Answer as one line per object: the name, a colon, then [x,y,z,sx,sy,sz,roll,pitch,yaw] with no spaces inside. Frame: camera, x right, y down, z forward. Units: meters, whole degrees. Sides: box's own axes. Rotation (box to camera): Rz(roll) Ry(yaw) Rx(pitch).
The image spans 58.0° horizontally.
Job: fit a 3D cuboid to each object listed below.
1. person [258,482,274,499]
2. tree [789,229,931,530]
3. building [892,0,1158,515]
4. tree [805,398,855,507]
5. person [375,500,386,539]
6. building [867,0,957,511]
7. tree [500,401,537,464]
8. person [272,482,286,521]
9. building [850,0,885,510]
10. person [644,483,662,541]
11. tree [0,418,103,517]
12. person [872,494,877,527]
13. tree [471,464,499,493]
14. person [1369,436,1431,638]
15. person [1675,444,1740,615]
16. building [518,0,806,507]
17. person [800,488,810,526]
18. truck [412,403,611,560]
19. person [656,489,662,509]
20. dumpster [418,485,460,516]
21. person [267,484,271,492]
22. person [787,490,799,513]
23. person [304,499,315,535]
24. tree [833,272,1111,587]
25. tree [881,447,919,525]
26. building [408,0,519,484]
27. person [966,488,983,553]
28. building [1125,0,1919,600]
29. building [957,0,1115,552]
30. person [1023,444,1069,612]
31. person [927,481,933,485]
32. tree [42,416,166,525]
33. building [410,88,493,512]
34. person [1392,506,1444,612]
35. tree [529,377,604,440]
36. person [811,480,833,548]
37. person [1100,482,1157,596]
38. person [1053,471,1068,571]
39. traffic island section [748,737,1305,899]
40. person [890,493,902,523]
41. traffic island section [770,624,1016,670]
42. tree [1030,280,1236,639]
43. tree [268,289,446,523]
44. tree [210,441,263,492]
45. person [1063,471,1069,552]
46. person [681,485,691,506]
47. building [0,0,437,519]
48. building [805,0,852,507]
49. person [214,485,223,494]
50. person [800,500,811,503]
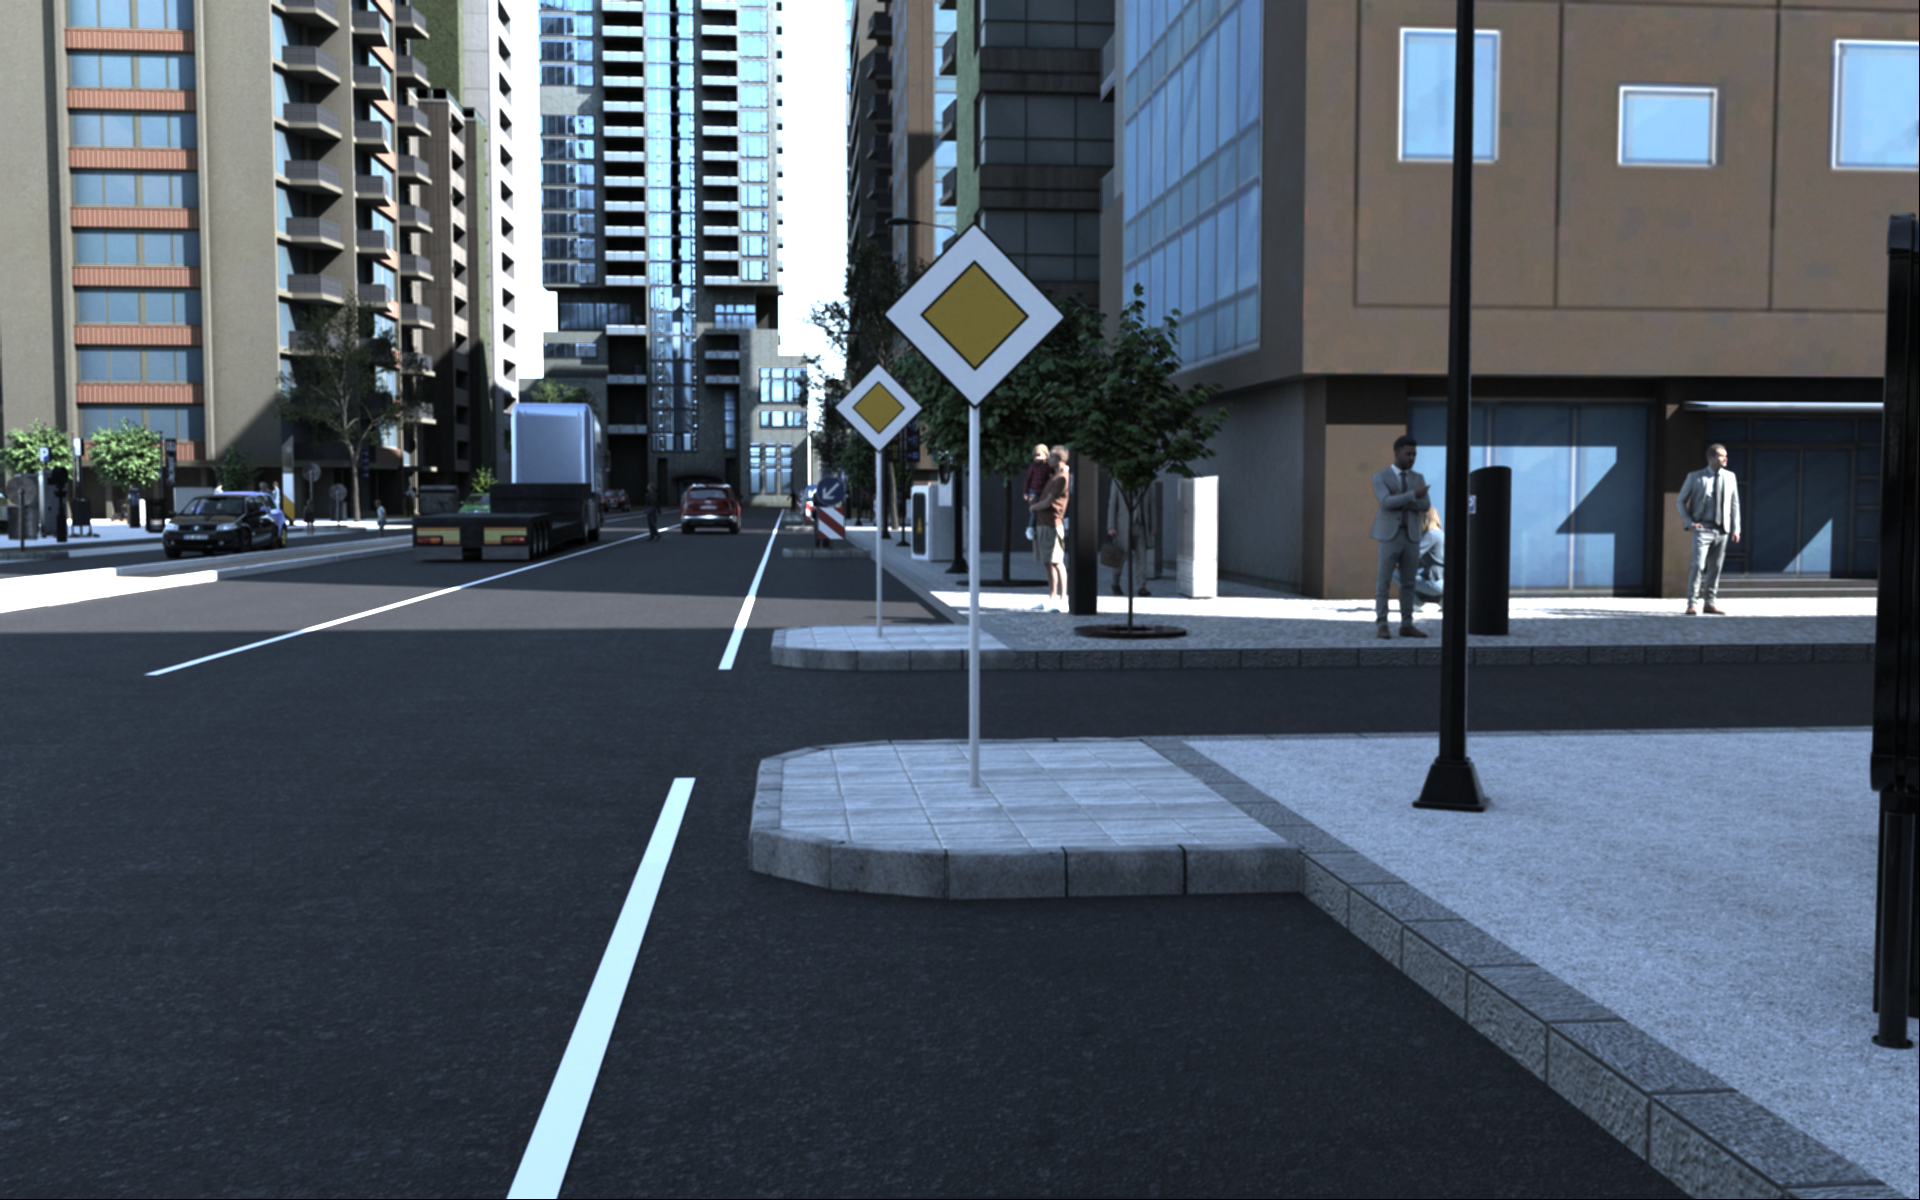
person: [-19.809,-2.477,49.396,0.661,1.777,0.834,-3,5,-43]
tree: [-2.664,-7.789,61.770,7.601,10.594,8.767,0,4,0]
building: [3.204,-27.850,105.459,14.600,45.320,14.200,0,4,-6]
tree: [-9.829,-11.128,132.310,4.360,8.622,3.978,0,3,0]
person: [-17.658,-2.424,52.808,0.352,1.250,0.332,0,4,-8]
building: [4.492,-28.928,127.598,22.147,44.769,28.867,0,4,-6]
tree: [-33.926,-11.377,136.383,4.737,8.622,4.395,0,3,0]
person: [-29.655,-4.232,75.260,0.654,1.822,0.581,-1,4,-8]
building: [1.385,-32.342,152.486,21.300,48.544,21.600,0,4,-6]
person: [-9.469,-2.728,53.530,0.534,1.772,0.576,0,4,-2]
tree: [-39.902,-5.586,75.052,4.285,4.588,4.351,0,3,0]
person: [-3.256,-3.546,68.295,0.394,1.301,0.425,0,4,-6]
tree: [-31.062,-7.217,112.597,1.663,3.219,1.824,0,3,0]
person: [3.938,-0.561,15.398,0.511,1.800,0.466,-2,4,-27]
person: [7.994,-0.755,18.482,0.635,1.810,0.391,-1,4,-11]
building: [-31.898,-53.251,183.321,31.000,86.520,22.319,0,4,-6]
person: [-6.605,-3.915,73.508,0.522,1.701,0.512,-1,4,-22]
truck: [-11.364,-3.412,45.547,2.967,4.110,18.799,0,4,-7]
person: [-27.687,-9.199,158.535,0.705,1.869,1.348,1,4,19]
dumpster: [-25.979,-4.784,86.439,1.865,1.857,1.264,0,4,-6]
person: [-33.232,-4.693,83.109,0.374,1.781,0.599,1,4,10]
person: [-11.615,-6.861,121.195,1.217,1.766,0.721,2,4,32]
person: [-22.886,-2.918,60.872,0.362,1.253,0.373,-3,4,-37]
tree: [0.592,-2.491,24.442,4.285,4.588,4.351,0,3,0]
tree: [-2.411,-4.673,70.998,1.663,3.219,1.824,0,3,0]
building: [-52.895,-37.038,147.564,28.212,58.520,21.231,0,4,-6]
person: [0.220,-1.897,37.623,0.524,1.755,0.480,1,4,22]
building: [10.417,-23.033,26.708,14.200,45.320,14.600,0,4,-6]
building: [6.731,-22.076,44.531,14.154,41.232,14.086,0,4,-6]
person: [0.980,-0.798,19.060,0.580,1.828,0.573,2,4,25]
person: [-1.160,-3.455,63.110,0.480,1.755,0.524,1,4,10]
tree: [-35.191,-5.477,73.270,4.285,4.588,4.351,0,3,0]
building: [-41.793,-21.503,123.281,14.160,30.474,14.107,0,4,-6]
person: [4.930,-0.444,18.794,0.738,1.151,1.012,3,5,41]
tree: [-35.303,-13.971,154.180,9.928,11.665,9.643,0,3,0]
person: [-3.308,-2.009,41.763,0.576,1.772,0.534,0,4,-6]
person: [2.160,-0.961,21.858,0.694,1.812,0.767,-1,4,-13]
person: [1.649,-1.365,28.721,0.716,1.782,0.532,3,5,41]
traffic island section: [0.106,0.899,7.584,2.009,0.180,2.903,0,4,-6]
person: [-2.785,-4.246,75.644,0.537,1.800,0.526,3,5,42]
traffic island section: [-0.680,0.413,15.531,2.009,0.180,2.903,0,4,-6]
tree: [1.684,-1.291,15.709,1.663,3.219,1.824,0,3,0]
tree: [-27.200,-8.797,78.247,8.767,10.594,7.601,0,4,-1]
tree: [-26.852,-4.239,63.911,1.663,3.219,1.824,0,3,0]
person: [2.411,-1.898,37.433,0.624,1.780,0.694,1,4,9]
person: [-11.813,-4.086,75.433,0.709,1.813,0.853,-1,4,-9]
building: [-43.562,-27.279,100.642,22.147,44.769,28.867,0,4,-6]
building: [-0.811,-53.481,187.088,31.000,86.520,22.319,0,4,-6]
person: [-32.804,-4.319,76.751,0.635,1.810,0.391,2,4,29]
person: [-9.302,-5.947,105.822,0.705,1.812,1.348,2,4,29]
